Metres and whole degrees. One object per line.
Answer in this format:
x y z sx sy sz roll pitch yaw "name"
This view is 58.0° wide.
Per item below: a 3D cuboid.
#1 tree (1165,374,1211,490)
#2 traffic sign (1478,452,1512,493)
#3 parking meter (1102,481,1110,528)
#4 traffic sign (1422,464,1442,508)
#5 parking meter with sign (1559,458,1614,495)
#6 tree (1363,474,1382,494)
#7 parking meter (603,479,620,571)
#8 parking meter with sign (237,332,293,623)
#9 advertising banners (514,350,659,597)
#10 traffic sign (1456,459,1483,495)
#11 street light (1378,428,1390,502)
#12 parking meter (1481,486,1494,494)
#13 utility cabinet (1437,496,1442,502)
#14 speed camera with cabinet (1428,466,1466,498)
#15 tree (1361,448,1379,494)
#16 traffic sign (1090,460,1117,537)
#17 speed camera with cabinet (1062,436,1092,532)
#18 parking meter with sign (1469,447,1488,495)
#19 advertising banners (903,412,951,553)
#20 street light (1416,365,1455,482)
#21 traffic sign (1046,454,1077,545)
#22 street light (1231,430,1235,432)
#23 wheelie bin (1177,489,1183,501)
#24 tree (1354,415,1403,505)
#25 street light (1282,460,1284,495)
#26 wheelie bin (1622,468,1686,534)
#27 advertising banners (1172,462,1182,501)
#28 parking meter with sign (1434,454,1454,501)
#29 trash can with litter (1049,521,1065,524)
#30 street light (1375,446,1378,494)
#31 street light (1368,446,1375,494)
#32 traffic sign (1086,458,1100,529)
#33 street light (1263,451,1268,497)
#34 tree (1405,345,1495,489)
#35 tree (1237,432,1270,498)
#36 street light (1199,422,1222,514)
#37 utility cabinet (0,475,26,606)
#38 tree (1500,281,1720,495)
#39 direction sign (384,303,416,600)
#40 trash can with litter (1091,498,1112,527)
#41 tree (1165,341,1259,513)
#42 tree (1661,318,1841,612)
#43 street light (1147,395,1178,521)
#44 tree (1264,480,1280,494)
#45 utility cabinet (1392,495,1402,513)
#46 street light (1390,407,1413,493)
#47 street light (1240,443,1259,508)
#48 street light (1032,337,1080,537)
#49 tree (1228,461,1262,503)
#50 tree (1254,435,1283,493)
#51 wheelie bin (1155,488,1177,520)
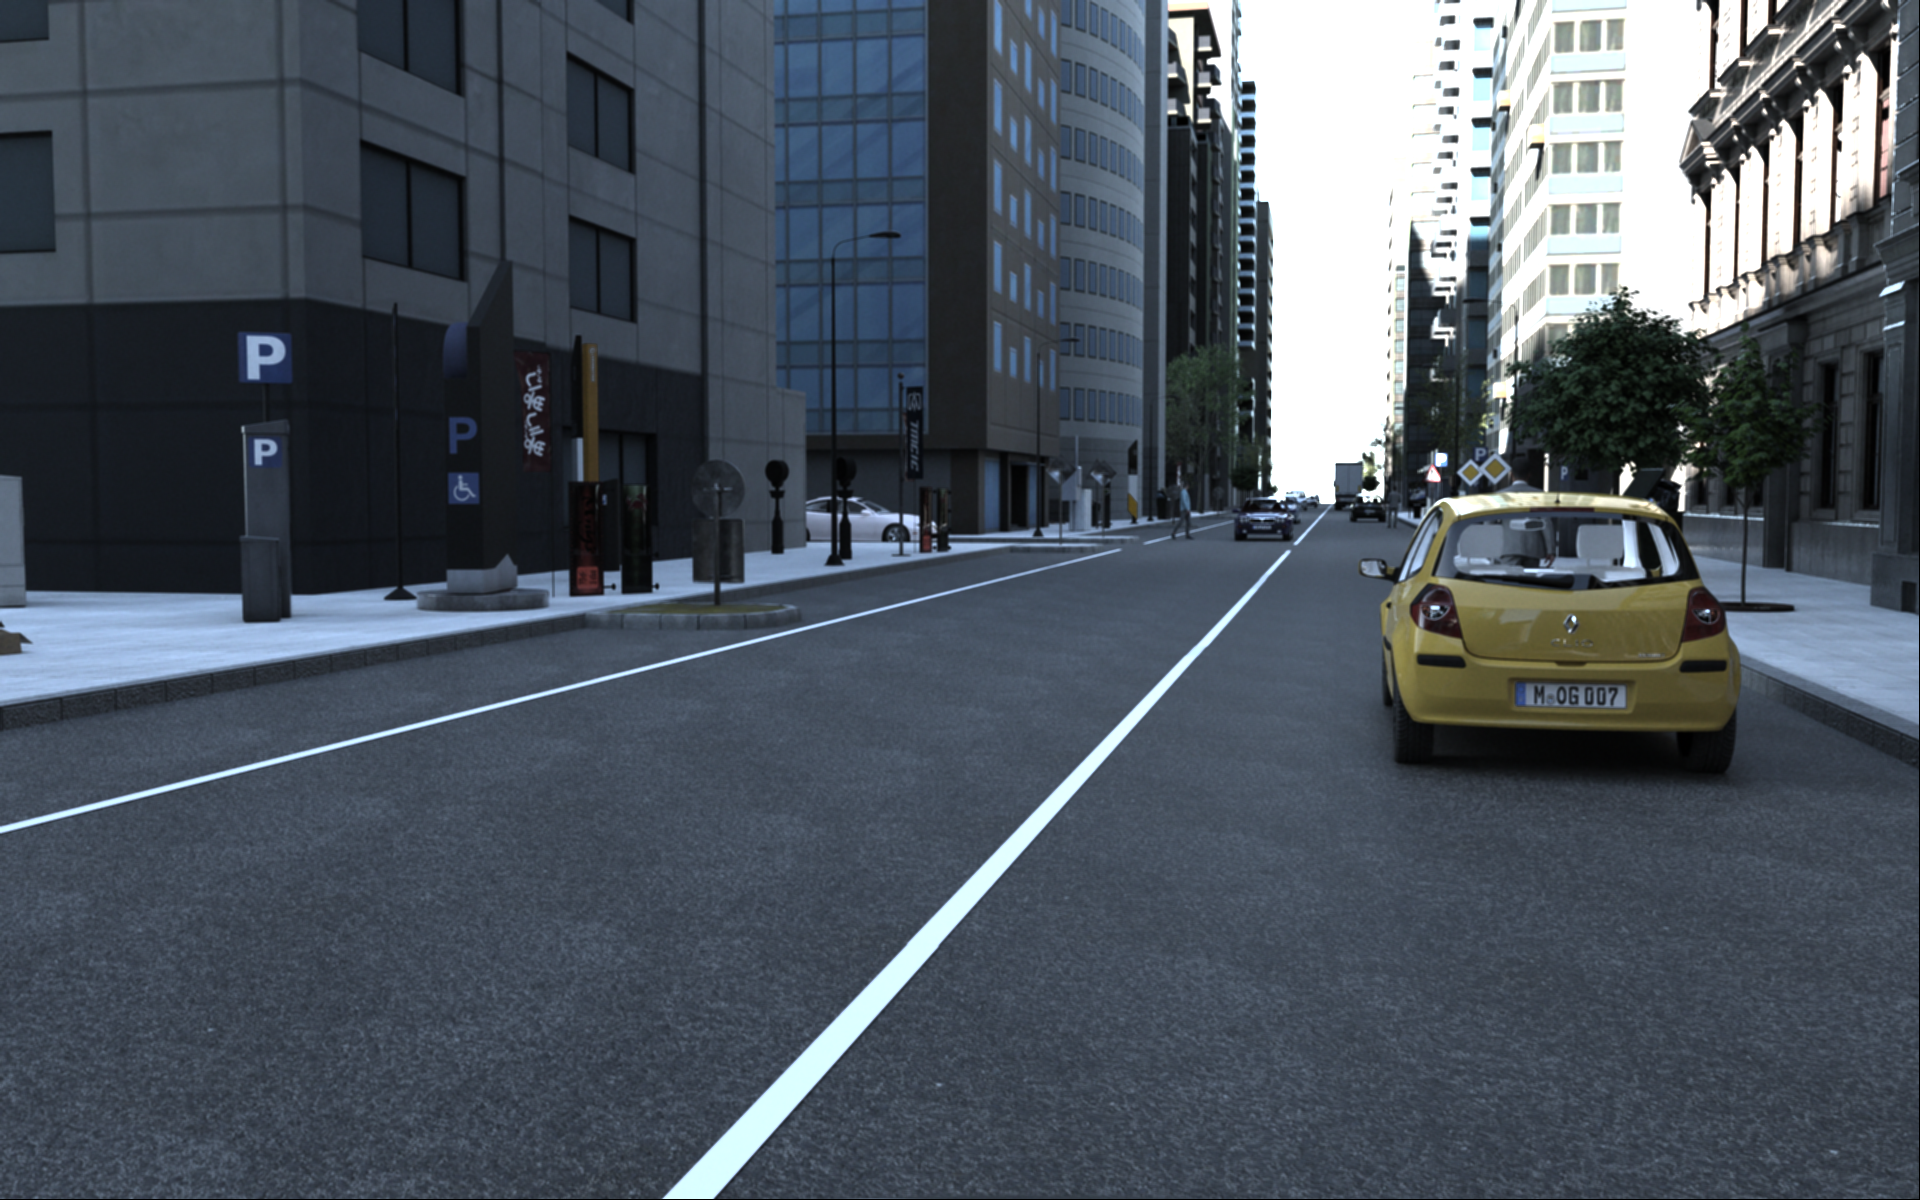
13.427 -9.482 105.385 4.360 8.622 3.978 0 3 0 "tree"
12.730 -2.301 41.265 0.795 2.450 0.064 1 4 12 "traffic sign"
5.473 -3.617 64.845 0.255 1.863 0.399 0 4 -5 "parking meter"
20.645 -4.631 75.724 0.884 2.594 0.081 1 4 18 "traffic sign"
12.551 -2.381 35.186 1.738 3.016 0.543 -1 4 -12 "parking meter with sign"
61.063 -16.745 257.500 4.285 4.588 4.351 0 3 0 "tree"
-5.854 -1.249 28.837 0.372 1.533 0.369 0 3 0 "parking meter"
-7.236 -1.331 18.021 0.543 3.016 1.738 -1 4 -19 "parking meter with sign"
-4.682 -1.564 21.765 2.074 3.025 0.090 -3 5 -45 "advertising banners"
14.449 -2.778 49.063 0.795 2.450 0.064 1 4 12 "traffic sign"
30.517 -9.168 122.444 1.470 5.913 1.316 1 4 12 "street light"
16.033 -2.710 52.715 0.372 1.533 0.369 0 3 0 "parking meter"
22.179 -4.200 79.833 0.306 1.237 1.020 0 4 7 "utility cabinet"
25.566 -5.908 90.933 0.660 3.252 2.038 -2 4 -34 "speed camera with cabinet"
63.996 -19.657 271.748 4.737 8.622 4.395 0 3 0 "tree"
4.254 -2.916 51.323 0.795 2.450 0.064 1 4 12 "traffic sign"
3.989 -3.982 59.445 0.660 3.252 2.038 1 4 19 "speed camera with cabinet"
19.379 -4.203 64.986 0.543 3.016 1.738 1 4 8 "parking meter with sign"
-0.732 -2.545 37.804 0.090 3.025 2.074 2 4 29 "advertising banners"
17.274 -5.483 62.186 1.470 5.913 1.316 1 4 12 "street light"
2.535 -2.439 43.525 0.795 2.450 0.064 1 4 12 "traffic sign"
19.280 -9.400 126.228 1.470 5.913 1.316 1 4 12 "street light"
12.729 -5.616 99.725 0.693 1.594 0.980 2 4 31 "wheelie bin"
50.025 -16.539 204.825 7.601 10.594 8.767 -1 4 -16 "tree"
43.744 -16.203 237.463 1.470 5.913 1.316 1 4 12 "street light"
8.538 -0.828 21.451 0.693 1.594 0.980 0 4 -4 "wheelie bin"
11.288 -5.904 92.725 0.090 3.025 2.074 3 5 42 "advertising banners"
20.820 -4.738 73.732 0.543 3.016 1.738 -1 4 -10 "parking meter with sign"
3.853 -3.884 74.556 2.233 1.210 1.678 2 4 31 "trash can with litter"
33.421 -9.974 135.623 1.470 5.913 1.316 1 4 12 "street light"
40.128 -11.834 166.027 1.470 5.913 1.316 1 4 12 "street light"
5.011 -3.867 63.233 0.884 2.594 0.081 1 4 13 "traffic sign"
32.543 -13.108 186.854 1.470 5.913 1.316 1 4 12 "street light"
24.475 -8.328 86.524 4.737 8.622 4.395 0 3 0 "tree"
33.555 -15.212 199.078 4.737 8.622 4.395 0 3 0 "tree"
16.134 -8.502 111.548 1.470 5.913 1.316 1 4 12 "street light"
-10.959 -0.692 19.985 0.318 1.500 1.173 -2 4 -29 "utility cabinet"
10.229 -2.630 26.717 4.285 4.588 4.351 0 3 0 "tree"
-6.820 -1.774 21.001 0.379 3.537 0.876 -1 4 -20 "direction sign"
5.424 -3.468 68.086 1.055 1.170 0.624 -1 4 -19 "trash can with litter"
16.503 -11.767 118.149 9.928 11.665 9.643 0 3 0 "tree"
8.631 -1.511 19.307 1.663 3.219 1.824 0 3 0 "tree"
9.529 -6.669 81.577 1.470 5.913 1.316 1 4 12 "street light"
41.494 -14.520 232.006 1.663 3.219 1.824 0 3 0 "tree"
30.320 -6.664 120.124 0.306 1.237 1.020 3 4 38 "utility cabinet"
23.871 -7.336 92.482 1.470 5.913 1.316 1 4 12 "street light"
26.012 -11.248 156.452 1.470 5.913 1.316 1 4 12 "street light"
2.866 -4.837 51.619 1.470 5.913 1.316 1 4 12 "street light"
27.935 -11.371 169.636 4.285 4.588 4.351 0 3 0 "tree"
37.501 -15.993 211.842 4.360 8.622 3.978 0 3 0 "tree"
10.195 -4.822 86.744 0.693 1.594 0.980 2 4 32 "wheelie bin"
